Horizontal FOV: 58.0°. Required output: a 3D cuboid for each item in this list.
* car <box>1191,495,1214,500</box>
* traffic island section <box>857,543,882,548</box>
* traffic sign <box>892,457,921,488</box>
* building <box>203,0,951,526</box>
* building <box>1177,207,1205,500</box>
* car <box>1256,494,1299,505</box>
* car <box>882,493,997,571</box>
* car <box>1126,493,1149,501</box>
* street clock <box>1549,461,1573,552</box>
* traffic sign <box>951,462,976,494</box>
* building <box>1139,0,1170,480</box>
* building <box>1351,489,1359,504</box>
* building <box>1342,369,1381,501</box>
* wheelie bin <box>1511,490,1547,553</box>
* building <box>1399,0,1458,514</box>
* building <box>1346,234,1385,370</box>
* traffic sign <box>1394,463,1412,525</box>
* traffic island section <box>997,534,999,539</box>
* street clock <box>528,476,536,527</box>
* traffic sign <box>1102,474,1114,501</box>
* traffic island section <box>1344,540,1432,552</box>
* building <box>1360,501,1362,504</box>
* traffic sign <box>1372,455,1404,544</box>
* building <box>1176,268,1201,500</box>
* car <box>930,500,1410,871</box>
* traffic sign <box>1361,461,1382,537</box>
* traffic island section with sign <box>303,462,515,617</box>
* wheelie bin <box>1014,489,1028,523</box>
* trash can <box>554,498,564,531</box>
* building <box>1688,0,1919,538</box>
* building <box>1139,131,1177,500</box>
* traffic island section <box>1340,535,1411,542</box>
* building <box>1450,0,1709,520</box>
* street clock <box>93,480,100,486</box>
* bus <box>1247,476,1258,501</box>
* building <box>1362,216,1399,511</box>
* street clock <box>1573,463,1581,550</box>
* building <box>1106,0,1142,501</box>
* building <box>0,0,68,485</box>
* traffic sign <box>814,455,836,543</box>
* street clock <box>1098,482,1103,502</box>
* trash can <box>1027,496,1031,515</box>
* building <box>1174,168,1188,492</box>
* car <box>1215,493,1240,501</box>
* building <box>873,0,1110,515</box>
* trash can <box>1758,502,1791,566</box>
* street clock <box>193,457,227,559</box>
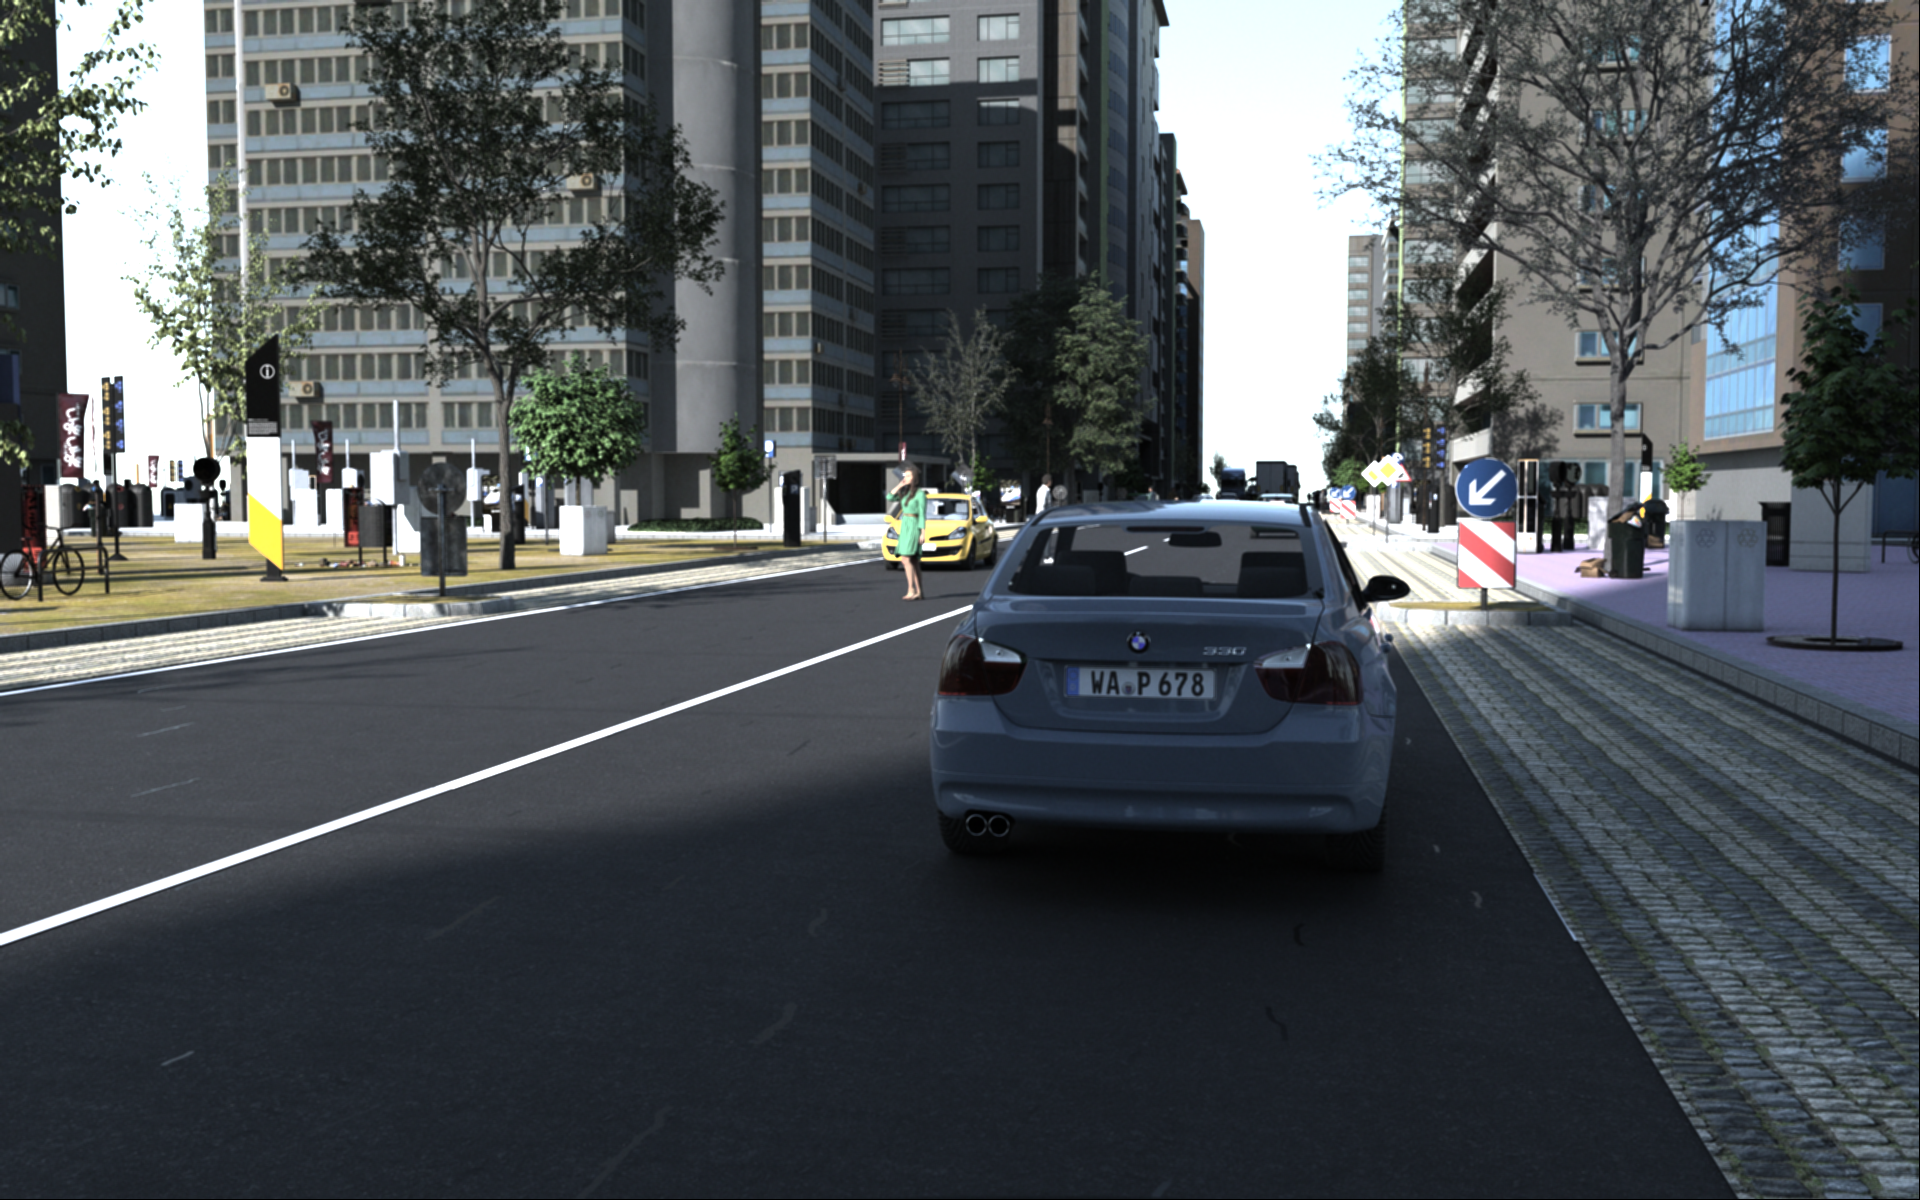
[{"bbox_3d":[16.280,-6.356,116.285,2.083,1.381,4.827,1,4,11],"label":"car"},{"bbox_3d":[-1.469,-1.494,46.708,2.009,0.180,2.903,1,4,11],"label":"traffic island section"},{"bbox_3d":[-1.445,-2.630,46.642,0.795,2.450,0.064,1,4,11],"label":"traffic sign"},{"bbox_3d":[-17.321,-23.754,80.257,32.217,40.220,23.993,1,4,11],"label":"building"},{"bbox_3d":[31.324,-38.180,274.356,14.600,45.320,14.200,1,4,11],"label":"building"},{"bbox_3d":[10.424,-2.882,56.914,2.009,1.686,4.222,1,4,11],"label":"car"},{"bbox_3d":[-0.361,-1.438,33.733,2.015,1.641,3.980,1,4,10],"label":"car"},{"bbox_3d":[11.367,-6.249,110.968,1.959,1.807,4.718,1,4,11],"label":"car"},{"bbox_3d":[13.174,-2.057,38.196,0.358,2.002,0.471,3,5,43],"label":"street clock"},{"bbox_3d":[0.095,-3.109,54.478,0.795,2.450,0.064,1,4,11],"label":"traffic sign"},{"bbox_3d":[5.450,-35.666,172.369,28.713,52.752,27.495,1,4,11],"label":"building"},{"bbox_3d":[67.543,-32.537,223.867,32.217,40.220,23.993,1,4,11],"label":"building"},{"bbox_3d":[69.856,-24.844,251.243,27.650,21.520,28.899,1,4,11],"label":"building"},{"bbox_3d":[12.445,-1.837,37.945,0.693,1.594,0.980,0,4,7],"label":"wheelie bin"},{"bbox_3d":[36.645,-26.463,116.259,14.154,41.232,14.086,1,4,11],"label":"building"},{"bbox_3d":[67.924,-36.042,272.880,14.154,41.232,14.086,1,4,11],"label":"building"},{"bbox_3d":[18.426,-4.428,72.404,0.884,2.594,0.081,1,4,12],"label":"traffic sign"},{"bbox_3d":[0.071,-1.973,54.544,2.009,0.180,2.903,1,4,11],"label":"traffic island section"},{"bbox_3d":[-16.821,-3.893,68.227,0.471,2.002,0.358,-2,4,-28],"label":"street clock"},{"bbox_3d":[9.532,-6.803,111.339,0.768,2.556,0.104,1,4,12],"label":"traffic sign"},{"bbox_3d":[10.935,-1.345,44.275,2.009,0.180,2.903,1,4,11],"label":"traffic island section"},{"bbox_3d":[59.427,-29.959,181.714,32.217,40.220,23.993,1,4,11],"label":"building"},{"bbox_3d":[10.910,-2.481,44.202,0.795,2.450,0.064,1,4,11],"label":"traffic sign"},{"bbox_3d":[19.477,-34.551,256.787,32.217,40.220,23.993,1,4,11],"label":"building"},{"bbox_3d":[1.061,0.244,8.010,2.014,1.417,4.499,1,4,12],"label":"car"},{"bbox_3d":[12.450,-2.960,52.038,0.795,2.450,0.064,1,4,11],"label":"traffic sign"},{"bbox_3d":[-6.528,-0.754,20.961,1.989,1.847,2.006,1,4,11],"label":"traffic island section with sign"},{"bbox_3d":[2.611,-4.237,77.177,0.693,1.594,0.980,1,4,15],"label":"wheelie bin"},{"bbox_3d":[-13.906,-3.018,60.995,0.748,1.137,0.748,0,3,0],"label":"trash can"},{"bbox_3d":[32.351,-24.723,54.330,14.200,45.320,14.600,1,4,11],"label":"building"},{"bbox_3d":[16.351,-31.079,191.733,14.154,41.232,14.086,1,4,11],"label":"building"},{"bbox_3d":[12.475,-1.824,52.111,2.009,0.180,2.903,1,4,11],"label":"traffic island section"},{"bbox_3d":[35.001,-27.922,80.233,21.300,48.544,21.600,1,4,11],"label":"building"},{"bbox_3d":[-47.058,-5.487,94.280,0.358,2.002,0.471,-2,4,-28],"label":"street clock"},{"bbox_3d":[41.960,-15.435,243.906,2.896,3.916,12.252,1,4,13],"label":"bus"},{"bbox_3d":[54.249,-28.529,158.324,32.217,40.220,23.993,1,4,11],"label":"building"},{"bbox_3d":[14.020,-2.158,39.854,0.471,2.002,0.358,-2,4,-24],"label":"street clock"},{"bbox_3d":[3.226,-36.807,143.786,21.231,58.520,28.212,1,4,11],"label":"building"},{"bbox_3d":[-55.989,-27.640,75.620,21.600,48.544,21.300,1,4,11],"label":"building"},{"bbox_3d":[-3.544,-2.651,45.475,0.606,2.300,0.079,1,4,15],"label":"traffic sign"},{"bbox_3d":[8.644,-6.240,106.595,0.358,2.002,0.471,1,4,22],"label":"street clock"},{"bbox_3d":[3.904,-5.700,104.853,0.748,1.137,0.748,0,3,0],"label":"trash can"},{"bbox_3d":[18.498,-35.142,229.195,22.147,44.769,28.867,1,4,11],"label":"building"},{"bbox_3d":[23.002,-8.537,148.619,2.155,1.783,4.494,1,4,12],"label":"car"},{"bbox_3d":[1.898,-26.204,112.033,14.154,41.232,14.086,1,4,11],"label":"building"},{"bbox_3d":[14.631,-1.177,30.898,0.748,1.137,0.748,0,3,0],"label":"trash can"},{"bbox_3d":[-14.800,-1.805,34.083,0.471,2.002,0.358,0,4,-2],"label":"street clock"}]
